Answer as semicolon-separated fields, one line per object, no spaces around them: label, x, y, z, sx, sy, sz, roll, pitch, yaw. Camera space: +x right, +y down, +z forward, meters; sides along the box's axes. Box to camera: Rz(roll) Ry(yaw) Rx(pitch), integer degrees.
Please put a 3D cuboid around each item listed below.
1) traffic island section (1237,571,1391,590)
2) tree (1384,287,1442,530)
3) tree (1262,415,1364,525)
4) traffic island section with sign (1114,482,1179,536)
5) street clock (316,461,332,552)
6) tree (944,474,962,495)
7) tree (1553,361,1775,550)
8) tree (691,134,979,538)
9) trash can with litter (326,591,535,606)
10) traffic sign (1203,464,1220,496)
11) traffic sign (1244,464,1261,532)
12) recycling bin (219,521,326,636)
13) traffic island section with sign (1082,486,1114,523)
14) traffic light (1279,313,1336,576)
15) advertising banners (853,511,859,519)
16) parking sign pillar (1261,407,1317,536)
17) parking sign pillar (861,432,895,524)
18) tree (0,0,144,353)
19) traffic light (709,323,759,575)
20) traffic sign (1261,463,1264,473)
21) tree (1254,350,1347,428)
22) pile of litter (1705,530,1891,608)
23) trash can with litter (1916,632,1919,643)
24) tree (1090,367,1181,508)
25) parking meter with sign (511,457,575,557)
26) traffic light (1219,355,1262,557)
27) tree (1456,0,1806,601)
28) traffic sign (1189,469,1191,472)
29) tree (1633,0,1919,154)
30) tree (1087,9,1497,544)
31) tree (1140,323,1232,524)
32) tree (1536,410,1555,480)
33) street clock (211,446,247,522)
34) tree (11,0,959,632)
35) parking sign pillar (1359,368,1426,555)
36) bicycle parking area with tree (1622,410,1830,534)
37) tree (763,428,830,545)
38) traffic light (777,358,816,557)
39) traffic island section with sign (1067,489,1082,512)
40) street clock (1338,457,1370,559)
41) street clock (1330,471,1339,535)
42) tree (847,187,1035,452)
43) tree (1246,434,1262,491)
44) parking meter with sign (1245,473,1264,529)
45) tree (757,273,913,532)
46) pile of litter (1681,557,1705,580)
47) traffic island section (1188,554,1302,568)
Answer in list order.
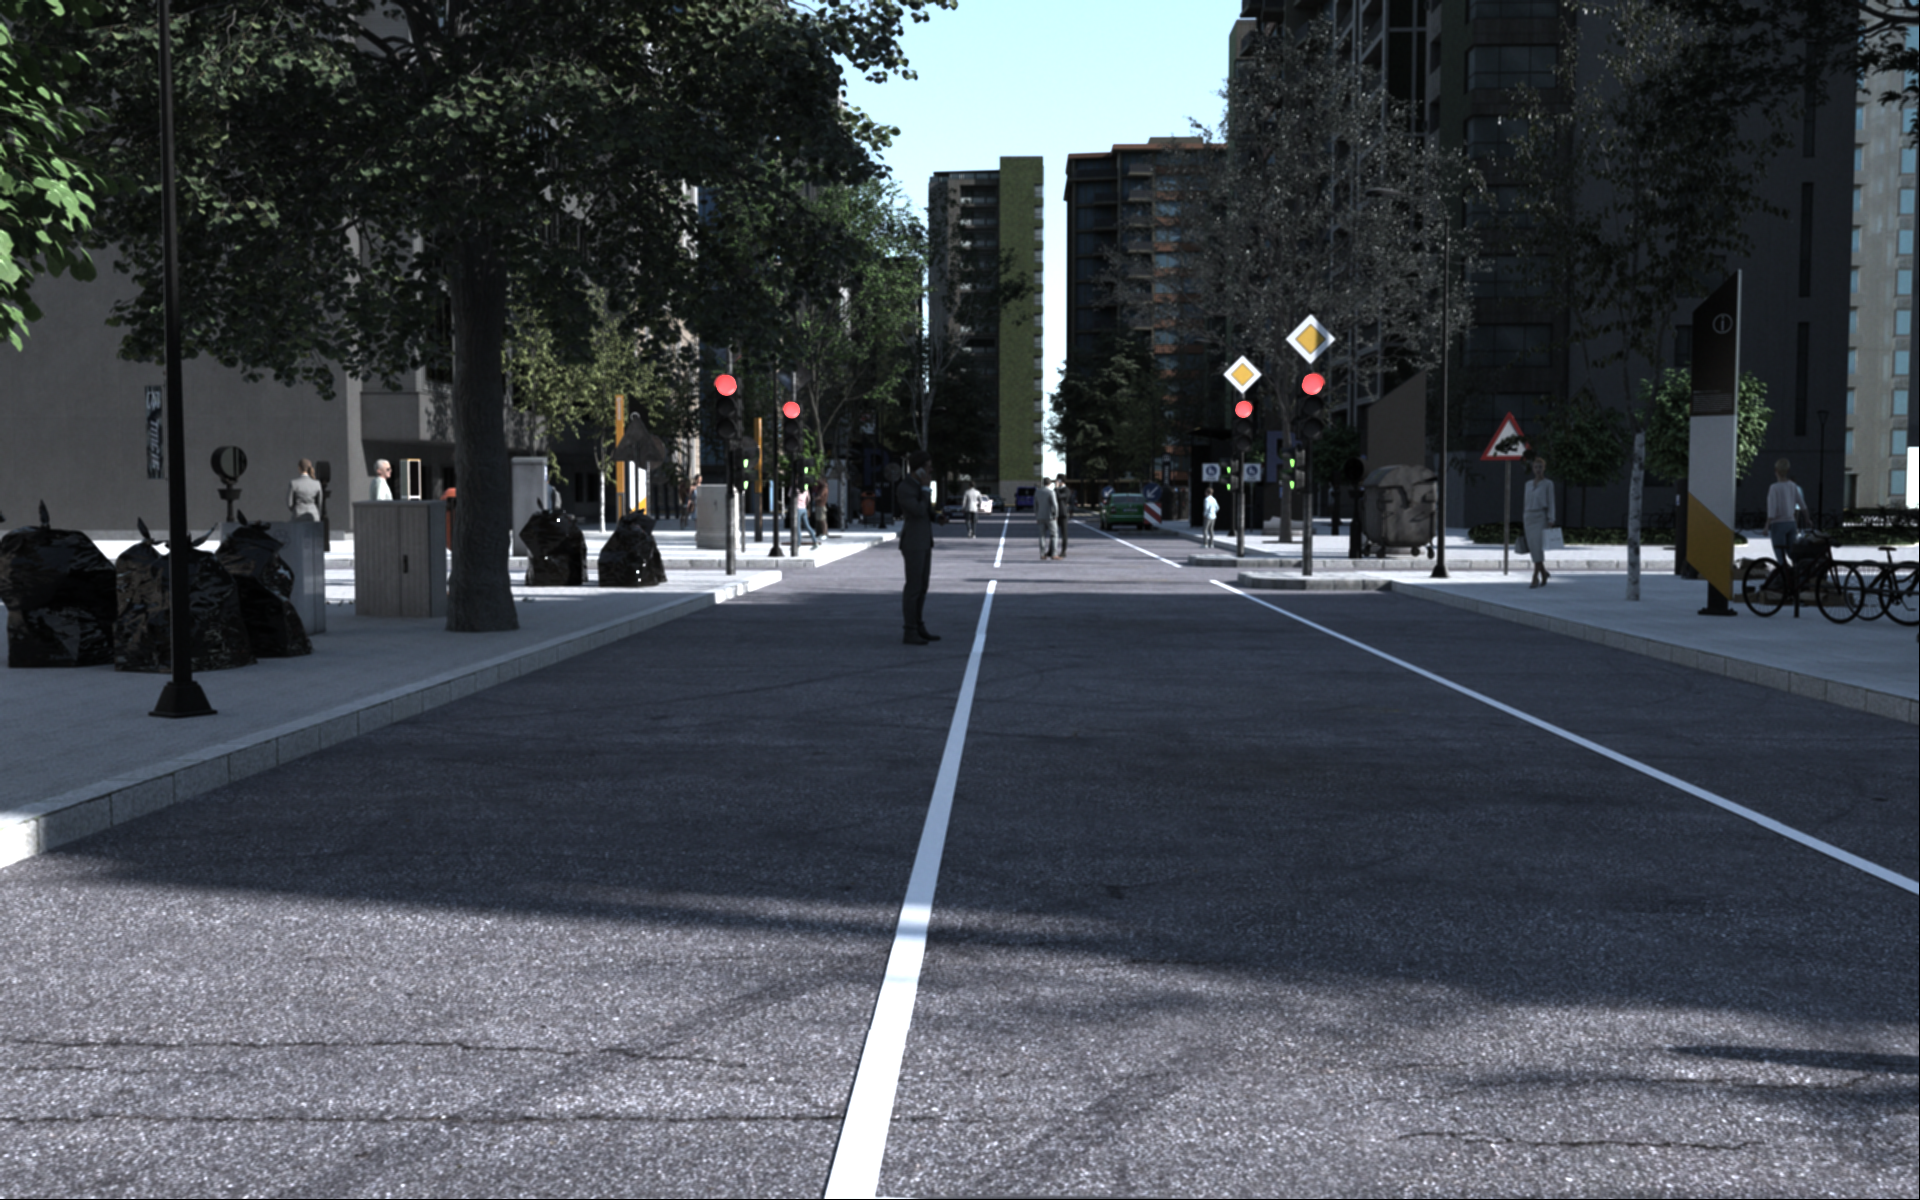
traffic island section;5.477;-0.302;27.223;2.009;0.180;2.903;0;4;2
tree;16.905;-6.767;61.011;4.360;8.622;3.978;0;3;0
tree;15.657;-5.388;71.813;4.285;4.588;4.351;0;3;0
traffic island section with sign;6.486;-3.137;59.925;1.989;1.847;2.006;0;4;2
street clock;-14.076;-2.065;38.325;0.358;2.002;0.471;-2;4;-31
tree;-0.483;-10.389;164.457;1.663;3.219;1.824;0;3;0
tree;16.966;-3.436;39.895;4.285;4.588;4.351;0;3;0
tree;-4.229;-7.650;50.837;9.928;11.665;9.643;0;3;0
trash can with litter;-6.195;-0.579;20.531;2.233;1.210;1.678;1;4;10
traffic sign;8.381;-3.405;57.806;0.606;2.300;0.079;0;4;5
traffic sign;9.714;-3.399;57.703;0.606;2.300;0.079;0;4;2
recycling bin;-6.248;-0.197;15.770;0.722;1.027;0.722;0;4;-3
traffic island section with sign;7.321;-4.802;87.142;1.989;1.847;2.006;0;4;2
traffic light;5.437;-2.336;27.110;0.839;4.253;0.868;0;4;2
advertising banners;-4.763;-5.764;90.424;2.074;3.025;0.090;-1;4;-21
parking sign pillar;10.776;-4.117;55.778;1.447;3.967;1.447;-3;5;-39
parking sign pillar;-3.512;-5.219;73.809;1.447;3.967;1.447;0;4;-1
tree;-5.142;-1.418;6.904;4.285;4.588;4.351;0;3;0
traffic light;-3.620;-2.352;27.371;0.839;4.253;0.868;0;4;2
traffic sign;11.458;-3.972;64.953;0.884;2.594;0.081;0;4;6
tree;16.375;-8.132;83.319;4.360;8.622;3.978;0;3;0
pile of litter;9.831;-0.380;20.174;1.176;0.858;1.719;-1;4;-23
trash can with litter;9.125;-0.222;14.683;2.233;1.210;1.678;0;4;-4
tree;10.883;-9.394;103.960;4.737;8.622;4.395;0;3;0
parking meter with sign;-8.789;-2.394;35.401;1.738;3.016;0.543;0;4;-6
traffic light;5.682;-2.824;35.092;0.839;4.253;0.868;0;4;2
tree;8.159;-4.315;20.907;4.360;8.622;3.978;0;3;0
traffic sign;9.224;-4.092;66.634;0.795;2.593;0.064;0;4;5
tree;7.806;-4.715;11.499;7.601;10.594;8.767;-1;4;-13
tree;8.505;-8.213;44.660;12.009;13.543;11.850;0;3;0
tree;9.786;-7.545;73.722;4.360;8.622;3.978;0;3;0
tree;20.235;-4.431;56.157;4.285;4.588;4.351;0;3;0
street clock;-11.080;-1.329;26.299;0.358;2.002;0.471;2;4;30
tree;-4.635;-6.685;15.963;9.857;13.997;8.962;0;3;0
parking sign pillar;9.255;-2.974;37.092;1.447;3.967;1.447;-1;4;-9
bicycle parking area with tree;27.366;-4.361;58.305;8.231;4.147;9.016;-1;4;-13
tree;-4.164;-3.002;43.689;1.663;3.219;1.824;0;3;0
traffic light;-3.375;-2.840;35.352;0.839;4.253;0.868;0;4;2
traffic island section with sign;8.844;-7.850;136.983;1.989;1.847;2.006;0;4;2
street clock;7.824;-1.813;34.206;0.358;2.002;0.471;-3;5;-44
street clock;11.632;-3.002;53.646;0.358;2.002;0.471;0;4;-2
tree;-0.908;-15.236;105.000;12.611;20.169;13.585;0;3;0
tree;15.877;-6.531;90.495;4.285;4.588;4.351;0;3;0
parking meter with sign;11.191;-4.111;63.469;1.738;3.016;0.543;3;5;44
tree;-3.868;-6.631;58.784;4.360;8.622;3.978;0;3;0
pile of litter;11.706;-0.751;26.251;1.719;0.858;1.176;0;4;-5
traffic island section;5.722;-0.790;35.204;2.009;0.180;2.903;0;4;2
